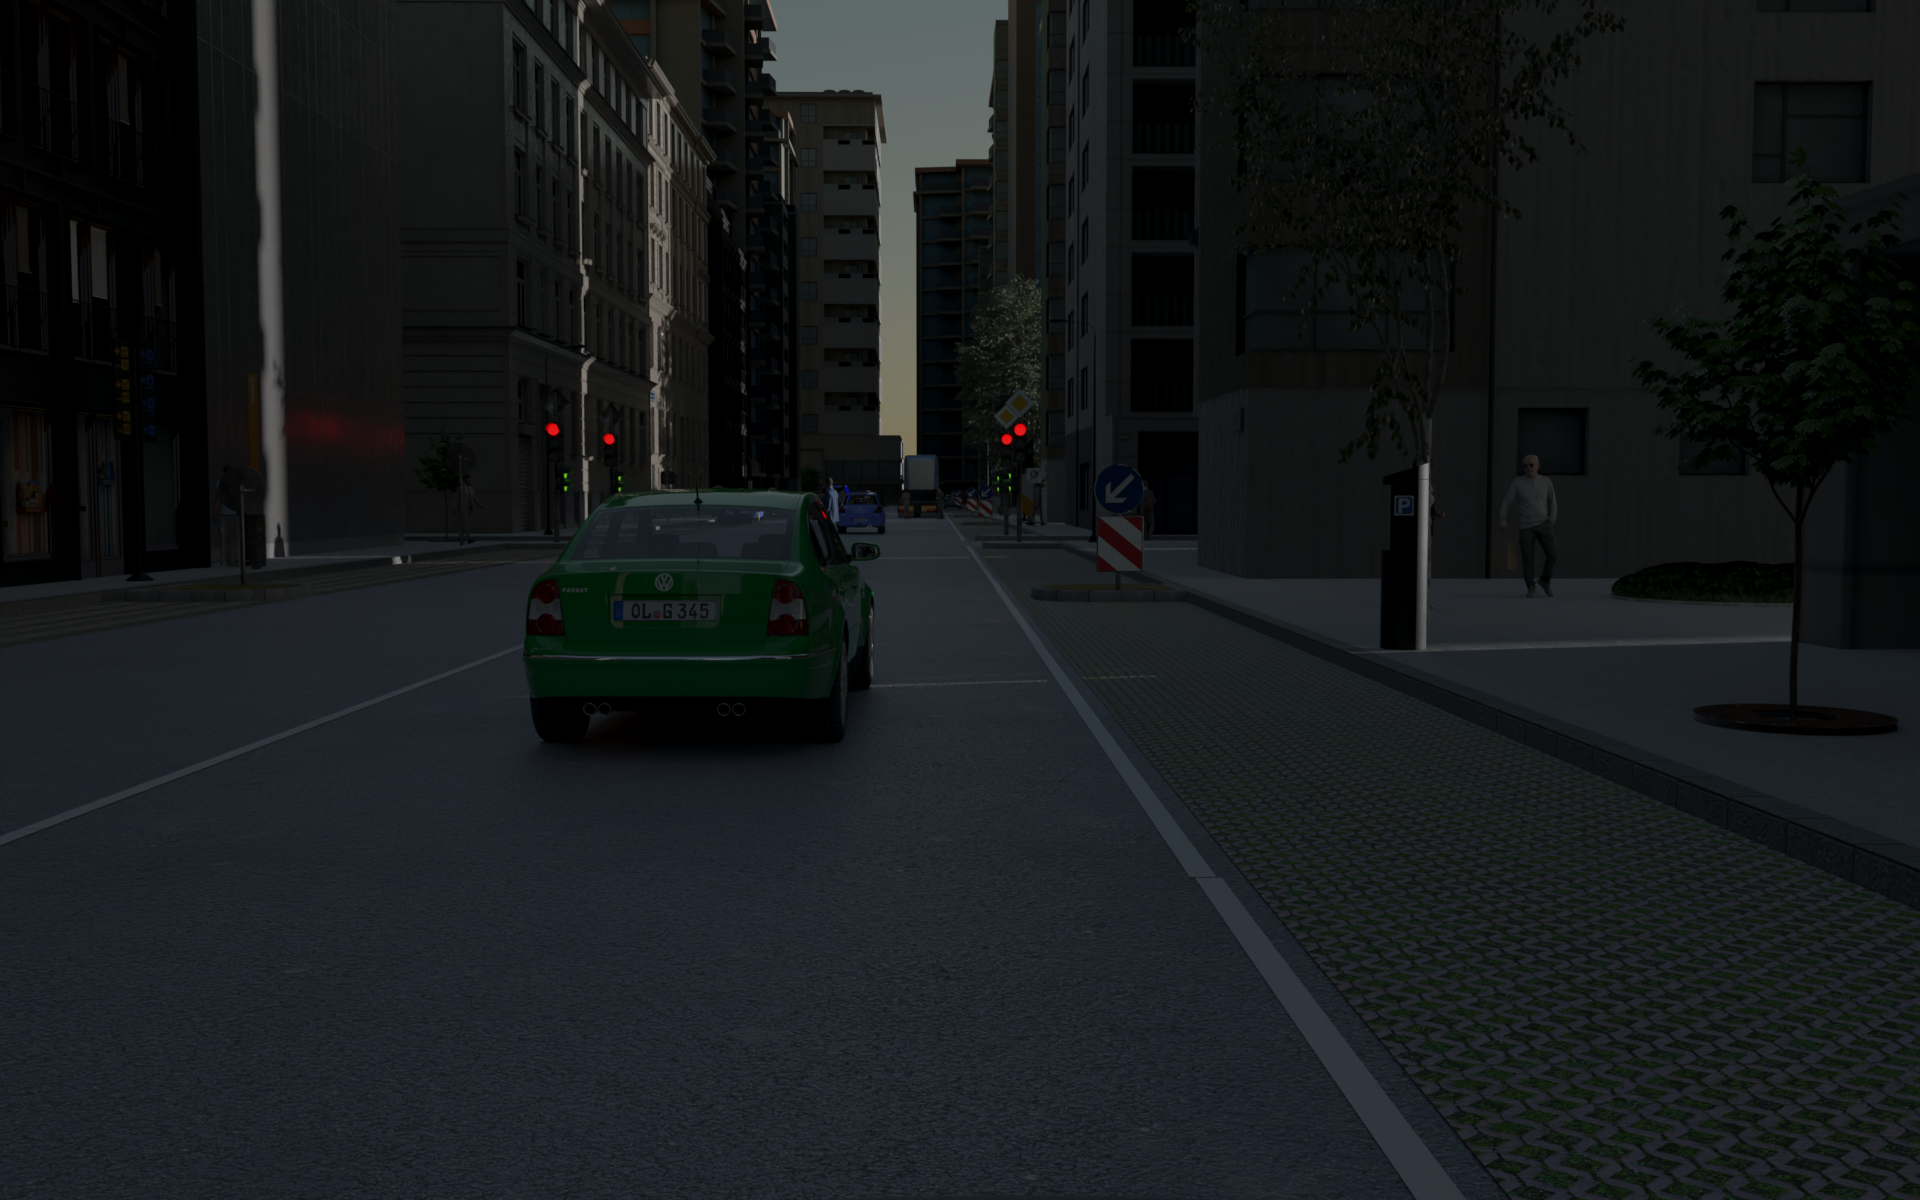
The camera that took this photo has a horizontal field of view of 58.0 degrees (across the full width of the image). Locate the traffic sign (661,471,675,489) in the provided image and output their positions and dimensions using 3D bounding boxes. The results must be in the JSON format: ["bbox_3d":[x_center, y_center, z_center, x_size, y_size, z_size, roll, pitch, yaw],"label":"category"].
[{"bbox_3d":[-12.940,-4.563,76.732,0.606,2.300,0.079,0,4,3],"label":"traffic sign"}]

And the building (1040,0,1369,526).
[{"bbox_3d":[10.828,-19.109,84.137,14.160,30.474,14.107,0,4,-1],"label":"building"}]

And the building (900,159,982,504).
[{"bbox_3d":[6.804,-34.861,224.596,28.867,44.769,22.147,0,4,-1],"label":"building"}]

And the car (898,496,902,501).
[{"bbox_3d":[-5.424,-10.337,180.802,2.131,1.459,4.920,0,4,-1],"label":"car"}]

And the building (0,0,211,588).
[{"bbox_3d":[-19.087,-11.734,21.530,12.332,23.373,15.834,0,4,-1],"label":"building"}]

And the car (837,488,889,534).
[{"bbox_3d":[-3.599,-3.299,63.530,1.945,1.707,3.694,0,4,-1],"label":"car"}]

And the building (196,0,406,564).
[{"bbox_3d":[-28.807,-13.348,37.315,30.058,24.678,14.314,0,4,-1],"label":"building"}]

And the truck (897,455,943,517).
[{"bbox_3d":[-2.627,-7.564,113.437,2.967,4.110,18.799,0,4,0],"label":"truck"}]

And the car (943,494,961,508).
[{"bbox_3d":[-0.799,-9.828,172.687,2.014,1.417,4.499,0,4,-2],"label":"car"}]

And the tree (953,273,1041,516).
[{"bbox_3d":[3.965,-11.793,99.476,9.857,13.997,8.962,0,3,0],"label":"tree"}]

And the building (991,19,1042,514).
[{"bbox_3d":[18.400,-26.012,117.181,32.217,40.220,23.993,0,4,-1],"label":"building"}]

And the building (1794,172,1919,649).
[{"bbox_3d":[17.631,-34.530,2.814,20.563,71.187,20.611,0,4,-1],"label":"building"}]

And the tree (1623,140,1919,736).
[{"bbox_3d":[4.548,-0.922,9.669,1.663,3.219,1.824,0,3,0],"label":"tree"}]

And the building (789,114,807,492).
[{"bbox_3d":[-31.104,-32.877,192.157,28.867,44.769,22.147,0,4,-1],"label":"building"}]

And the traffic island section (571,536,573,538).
[{"bbox_3d":[-10.869,-1.941,54.023,2.009,0.180,2.903,0,4,-1],"label":"traffic island section"}]

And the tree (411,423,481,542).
[{"bbox_3d":[-13.979,-3.202,46.961,1.663,3.219,1.824,0,3,0],"label":"tree"}]

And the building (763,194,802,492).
[{"bbox_3d":[-22.813,-24.102,165.777,14.160,30.474,14.107,0,4,-1],"label":"building"}]

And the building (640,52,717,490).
[{"bbox_3d":[-21.308,-18.338,97.097,12.463,27.353,25.104,0,4,-1],"label":"building"}]

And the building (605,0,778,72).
[{"bbox_3d":[-26.740,-29.903,143.539,22.147,44.769,28.867,0,4,-1],"label":"building"}]

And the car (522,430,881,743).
[{"bbox_3d":[-1.535,-0.157,11.367,1.959,1.807,4.718,0,4,1],"label":"car"}]

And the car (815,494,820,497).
[{"bbox_3d":[-8.679,-5.850,105.431,2.009,1.686,4.222,0,4,-1],"label":"car"}]

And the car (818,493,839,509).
[{"bbox_3d":[-7.153,-5.312,95.890,2.155,1.783,4.494,0,4,1],"label":"car"}]

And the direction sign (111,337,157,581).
[{"bbox_3d":[-12.126,-2.049,25.505,0.379,3.537,0.876,1,4,13],"label":"direction sign"}]

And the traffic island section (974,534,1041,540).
[{"bbox_3d":[1.470,-1.954,54.228,2.009,0.180,2.903,0,4,-1],"label":"traffic island section"}]

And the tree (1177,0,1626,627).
[{"bbox_3d":[4.246,-4.051,16.591,4.360,8.622,3.978,0,3,0],"label":"tree"}]

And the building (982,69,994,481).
[{"bbox_3d":[13.999,-31.847,175.319,22.147,44.769,28.867,0,4,-1],"label":"building"}]

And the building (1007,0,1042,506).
[{"bbox_3d":[11.054,-29.927,139.412,14.600,45.320,14.200,0,4,-1],"label":"building"}]

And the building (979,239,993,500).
[{"bbox_3d":[9.095,-26.038,197.425,14.160,30.474,14.107,0,4,-1],"label":"building"}]

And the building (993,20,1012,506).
[{"bbox_3d":[9.905,-28.749,153.642,14.154,41.232,14.086,0,4,-1],"label":"building"}]

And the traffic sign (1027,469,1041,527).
[{"bbox_3d":[2.925,-4.047,68.303,0.606,2.300,0.079,0,4,7],"label":"traffic sign"}]

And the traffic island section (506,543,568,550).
[{"bbox_3d":[-10.733,-1.453,46.039,2.009,0.180,2.903,0,4,-1],"label":"traffic island section"}]

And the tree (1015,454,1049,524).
[{"bbox_3d":[3.260,-4.948,75.495,1.663,3.219,1.824,0,3,0],"label":"tree"}]

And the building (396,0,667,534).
[{"bbox_3d":[-22.055,-14.459,69.684,16.112,22.955,30.059,0,4,-1],"label":"building"}]

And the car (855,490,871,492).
[{"bbox_3d":[-9.632,-9.974,171.750,2.281,1.827,5.304,0,4,1],"label":"car"}]

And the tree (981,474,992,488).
[{"bbox_3d":[2.521,-8.791,138.331,1.663,3.219,1.824,0,3,0],"label":"tree"}]

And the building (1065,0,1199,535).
[{"bbox_3d":[14.796,-38.116,61.448,20.611,71.187,20.563,0,4,-1],"label":"building"}]

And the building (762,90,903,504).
[{"bbox_3d":[-21.415,-38.966,226.333,27.495,52.752,28.713,0,4,-1],"label":"building"}]

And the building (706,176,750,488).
[{"bbox_3d":[-21.305,-17.613,117.652,12.332,23.373,15.834,0,4,-1],"label":"building"}]

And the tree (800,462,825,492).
[{"bbox_3d":[-15.658,-11.958,179.221,4.285,4.588,4.351,0,3,0],"label":"tree"}]

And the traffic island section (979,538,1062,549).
[{"bbox_3d":[1.607,-1.466,46.244,2.009,0.180,2.903,0,4,-1],"label":"traffic island section"}]

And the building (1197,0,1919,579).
[{"bbox_3d":[11.230,-15.936,32.260,14.160,30.474,14.107,0,4,-1],"label":"building"}]
